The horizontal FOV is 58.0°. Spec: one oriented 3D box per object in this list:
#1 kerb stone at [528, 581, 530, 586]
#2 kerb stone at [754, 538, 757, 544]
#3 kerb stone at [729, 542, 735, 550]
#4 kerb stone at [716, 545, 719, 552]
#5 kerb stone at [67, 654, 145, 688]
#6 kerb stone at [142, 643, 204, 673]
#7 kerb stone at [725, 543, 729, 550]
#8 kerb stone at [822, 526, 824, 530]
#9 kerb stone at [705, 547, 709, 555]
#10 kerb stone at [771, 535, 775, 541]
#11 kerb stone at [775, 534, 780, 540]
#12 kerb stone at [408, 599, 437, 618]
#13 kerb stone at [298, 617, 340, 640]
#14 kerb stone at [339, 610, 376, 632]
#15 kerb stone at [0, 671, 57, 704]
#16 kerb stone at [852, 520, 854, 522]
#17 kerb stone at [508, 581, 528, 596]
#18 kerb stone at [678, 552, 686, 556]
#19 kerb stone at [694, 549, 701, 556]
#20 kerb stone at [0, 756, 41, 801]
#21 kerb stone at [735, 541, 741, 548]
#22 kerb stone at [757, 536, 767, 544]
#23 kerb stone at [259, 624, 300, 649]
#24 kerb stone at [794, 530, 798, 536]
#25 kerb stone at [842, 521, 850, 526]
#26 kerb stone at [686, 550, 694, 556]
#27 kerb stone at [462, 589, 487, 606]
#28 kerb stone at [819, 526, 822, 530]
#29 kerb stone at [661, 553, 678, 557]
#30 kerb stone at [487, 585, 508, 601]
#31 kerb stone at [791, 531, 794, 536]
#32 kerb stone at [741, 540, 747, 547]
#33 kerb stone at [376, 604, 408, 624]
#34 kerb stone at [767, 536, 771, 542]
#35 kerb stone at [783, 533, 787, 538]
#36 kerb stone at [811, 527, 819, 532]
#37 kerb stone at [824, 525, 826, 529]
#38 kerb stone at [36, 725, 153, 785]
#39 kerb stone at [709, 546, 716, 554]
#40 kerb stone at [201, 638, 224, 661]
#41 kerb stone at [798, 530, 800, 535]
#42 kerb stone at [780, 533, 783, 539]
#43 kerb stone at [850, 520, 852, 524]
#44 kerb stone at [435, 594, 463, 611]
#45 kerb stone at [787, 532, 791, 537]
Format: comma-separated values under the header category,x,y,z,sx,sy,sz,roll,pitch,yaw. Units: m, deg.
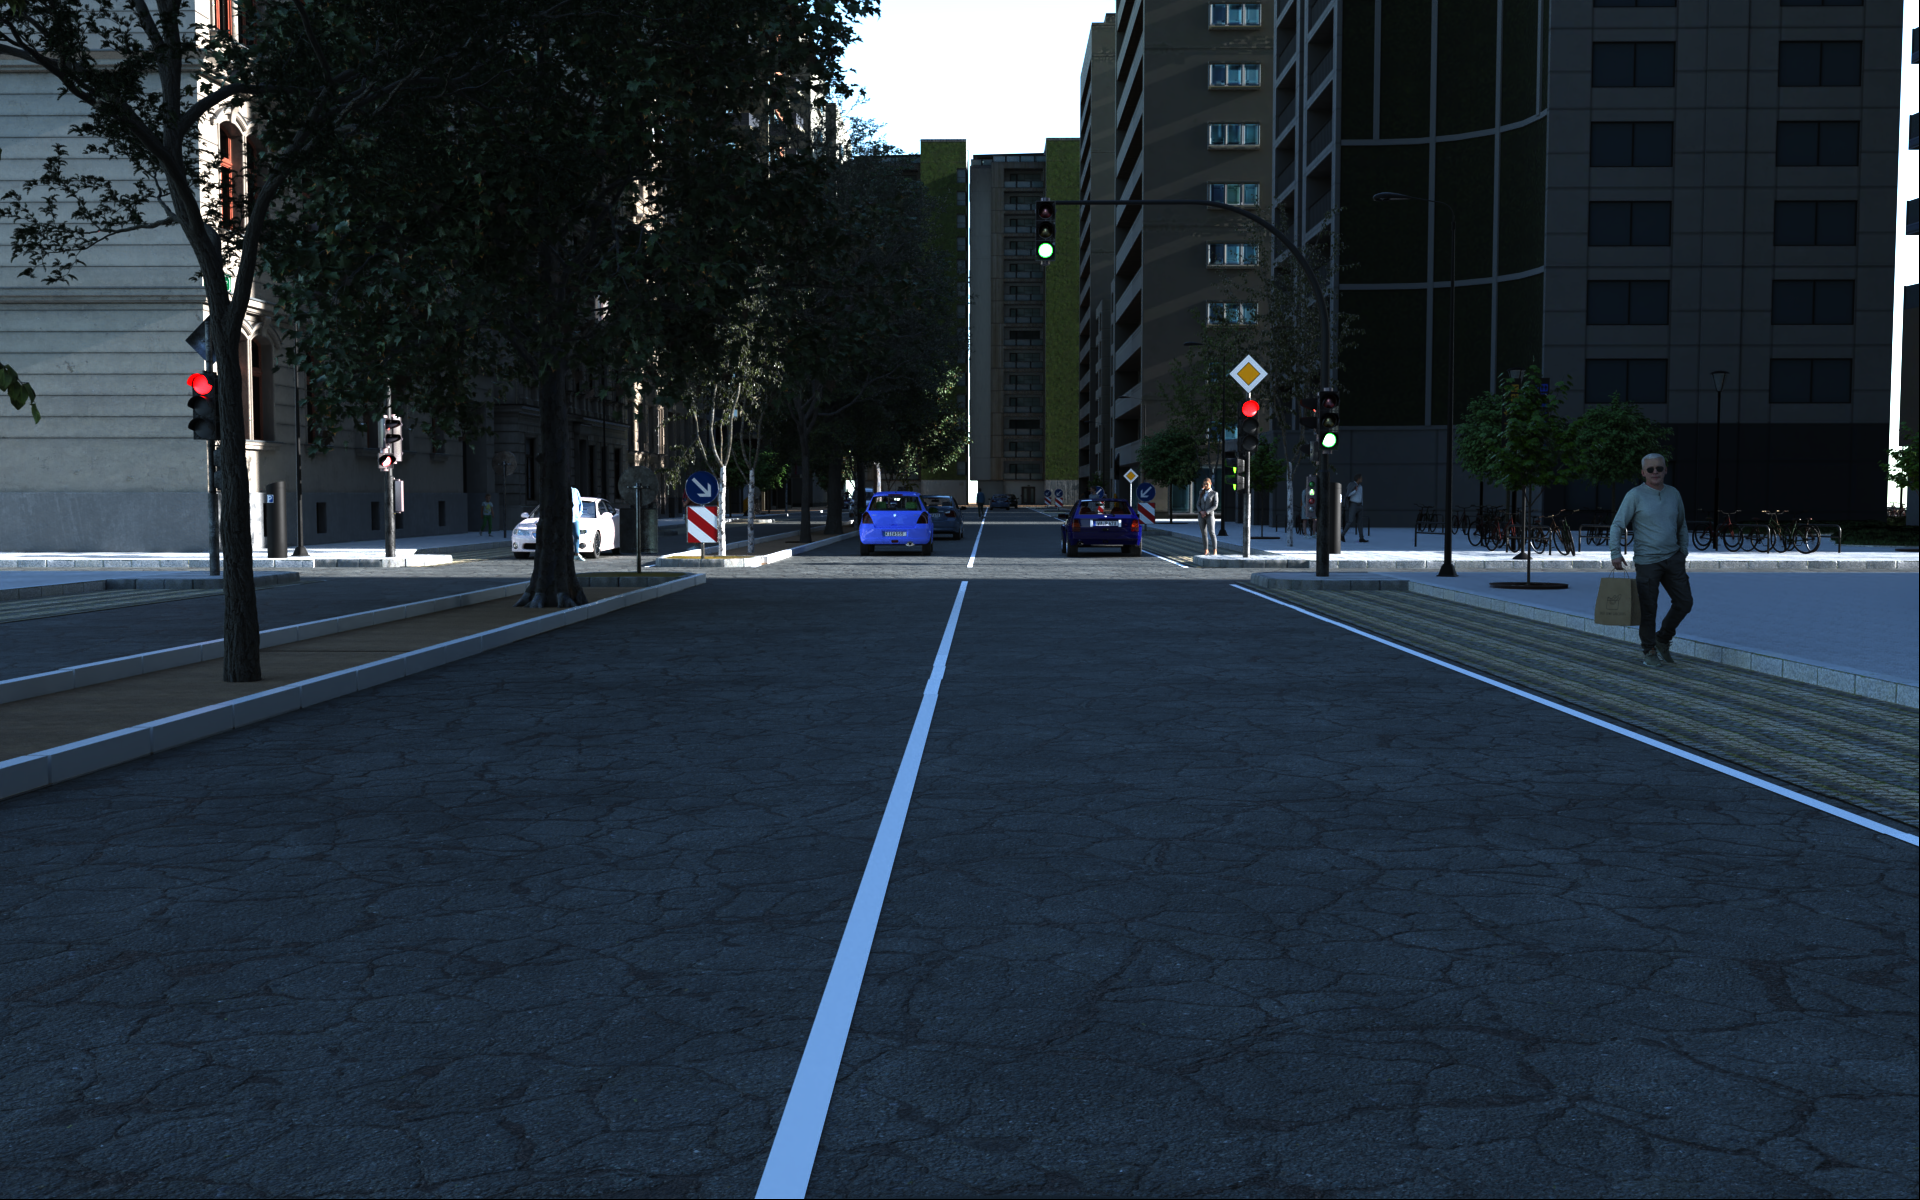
category,x,y,z,sx,sy,sz,roll,pitch,yaw
kerb stone,-6.316,-0.204,25.525,0.120,0.150,1.000,0,4,1
kerb stone,-5.898,-1.611,48.579,0.120,0.150,1.000,0,4,1
kerb stone,-5.967,-1.354,44.477,0.120,0.150,1.000,0,4,1
kerb stone,-6.005,-1.231,42.418,0.120,0.150,1.000,0,4,1
kerb stone,-6.535,0.551,13.190,0.120,0.150,1.000,0,4,1
kerb stone,-6.518,0.488,14.216,0.120,0.150,1.000,0,4,1
kerb stone,-5.989,-1.298,43.440,0.120,0.150,1.000,0,4,1
kerb stone,-5.541,-2.805,68.064,0.120,0.150,1.000,0,4,1
kerb stone,-6.044,-1.111,40.359,0.120,0.150,1.000,0,4,1
kerb stone,-5.814,-1.864,52.673,0.120,0.150,1.000,0,4,1
kerb stone,-5.795,-1.927,53.696,0.120,0.150,1.000,0,4,1
kerb stone,-6.405,0.111,20.374,0.120,0.150,1.000,0,4,1
kerb stone,-6.464,0.300,17.289,0.120,0.150,1.000,0,4,1
kerb stone,-6.444,0.237,18.314,0.120,0.150,1.000,0,4,1
kerb stone,-6.551,0.620,12.166,0.120,0.150,1.000,0,4,1
kerb stone,-5.278,-3.679,82.422,0.120,0.150,1.000,0,4,1
kerb stone,-6.336,-0.140,24.492,0.120,0.150,1.000,0,4,1
kerb stone,-6.104,-0.923,37.286,0.120,0.150,1.000,0,4,1
kerb stone,-6.060,-1.048,39.330,0.120,0.150,1.000,0,4,1
kerb stone,-4.541,0.869,7.994,0.120,0.150,1.000,0,4,1
kerb stone,-5.957,-1.423,45.499,0.120,0.150,1.000,0,4,1
kerb stone,-5.855,-1.736,50.625,0.120,0.150,1.000,0,4,1
kerb stone,-6.484,0.363,16.267,0.120,0.150,1.000,0,4,1
kerb stone,-5.705,-2.240,58.815,0.120,0.150,1.000,0,4,1
kerb stone,-5.313,-3.557,80.362,0.120,0.150,1.000,0,4,1
kerb stone,-6.082,-0.980,38.309,0.120,0.150,1.000,0,4,1
kerb stone,-6.364,-0.014,22.424,0.120,0.150,1.000,0,4,1
kerb stone,-5.556,-2.742,67.041,0.120,0.150,1.000,0,4,1
kerb stone,-6.110,-0.860,36.257,0.120,0.150,1.000,0,4,1
kerb stone,-6.358,-0.077,23.454,0.120,0.150,1.000,0,4,1
kerb stone,-5.726,-2.170,57.791,0.120,0.150,1.000,0,4,1
kerb stone,-5.926,-1.488,46.527,0.120,0.150,1.000,0,4,1
kerb stone,-6.427,0.175,19.343,0.120,0.150,1.000,0,4,1
kerb stone,-5.832,-1.801,51.647,0.120,0.150,1.000,0,4,1
kerb stone,-5.763,-2.052,55.740,0.120,0.150,1.000,0,4,1
kerb stone,-5.570,-2.677,66.019,0.120,0.150,1.000,0,4,1
kerb stone,-5.519,-2.868,69.087,0.120,0.150,1.000,0,4,1
kerb stone,-4.517,0.806,9.016,0.120,0.150,1.000,0,4,1
kerb stone,-6.023,-1.174,41.383,0.120,0.150,1.000,0,4,1
kerb stone,-6.497,0.426,15.238,0.120,0.150,1.000,0,4,1
kerb stone,-5.690,-2.303,59.848,0.120,0.150,1.000,0,4,1
kerb stone,-5.783,-1.983,54.718,0.120,0.150,1.000,0,4,1
kerb stone,-5.302,-3.621,81.395,0.120,0.150,1.000,0,4,1
kerb stone,-6.390,0.049,21.401,0.120,0.150,1.000,0,4,1
kerb stone,-5.747,-2.114,56.766,0.120,0.150,1.000,0,4,1
